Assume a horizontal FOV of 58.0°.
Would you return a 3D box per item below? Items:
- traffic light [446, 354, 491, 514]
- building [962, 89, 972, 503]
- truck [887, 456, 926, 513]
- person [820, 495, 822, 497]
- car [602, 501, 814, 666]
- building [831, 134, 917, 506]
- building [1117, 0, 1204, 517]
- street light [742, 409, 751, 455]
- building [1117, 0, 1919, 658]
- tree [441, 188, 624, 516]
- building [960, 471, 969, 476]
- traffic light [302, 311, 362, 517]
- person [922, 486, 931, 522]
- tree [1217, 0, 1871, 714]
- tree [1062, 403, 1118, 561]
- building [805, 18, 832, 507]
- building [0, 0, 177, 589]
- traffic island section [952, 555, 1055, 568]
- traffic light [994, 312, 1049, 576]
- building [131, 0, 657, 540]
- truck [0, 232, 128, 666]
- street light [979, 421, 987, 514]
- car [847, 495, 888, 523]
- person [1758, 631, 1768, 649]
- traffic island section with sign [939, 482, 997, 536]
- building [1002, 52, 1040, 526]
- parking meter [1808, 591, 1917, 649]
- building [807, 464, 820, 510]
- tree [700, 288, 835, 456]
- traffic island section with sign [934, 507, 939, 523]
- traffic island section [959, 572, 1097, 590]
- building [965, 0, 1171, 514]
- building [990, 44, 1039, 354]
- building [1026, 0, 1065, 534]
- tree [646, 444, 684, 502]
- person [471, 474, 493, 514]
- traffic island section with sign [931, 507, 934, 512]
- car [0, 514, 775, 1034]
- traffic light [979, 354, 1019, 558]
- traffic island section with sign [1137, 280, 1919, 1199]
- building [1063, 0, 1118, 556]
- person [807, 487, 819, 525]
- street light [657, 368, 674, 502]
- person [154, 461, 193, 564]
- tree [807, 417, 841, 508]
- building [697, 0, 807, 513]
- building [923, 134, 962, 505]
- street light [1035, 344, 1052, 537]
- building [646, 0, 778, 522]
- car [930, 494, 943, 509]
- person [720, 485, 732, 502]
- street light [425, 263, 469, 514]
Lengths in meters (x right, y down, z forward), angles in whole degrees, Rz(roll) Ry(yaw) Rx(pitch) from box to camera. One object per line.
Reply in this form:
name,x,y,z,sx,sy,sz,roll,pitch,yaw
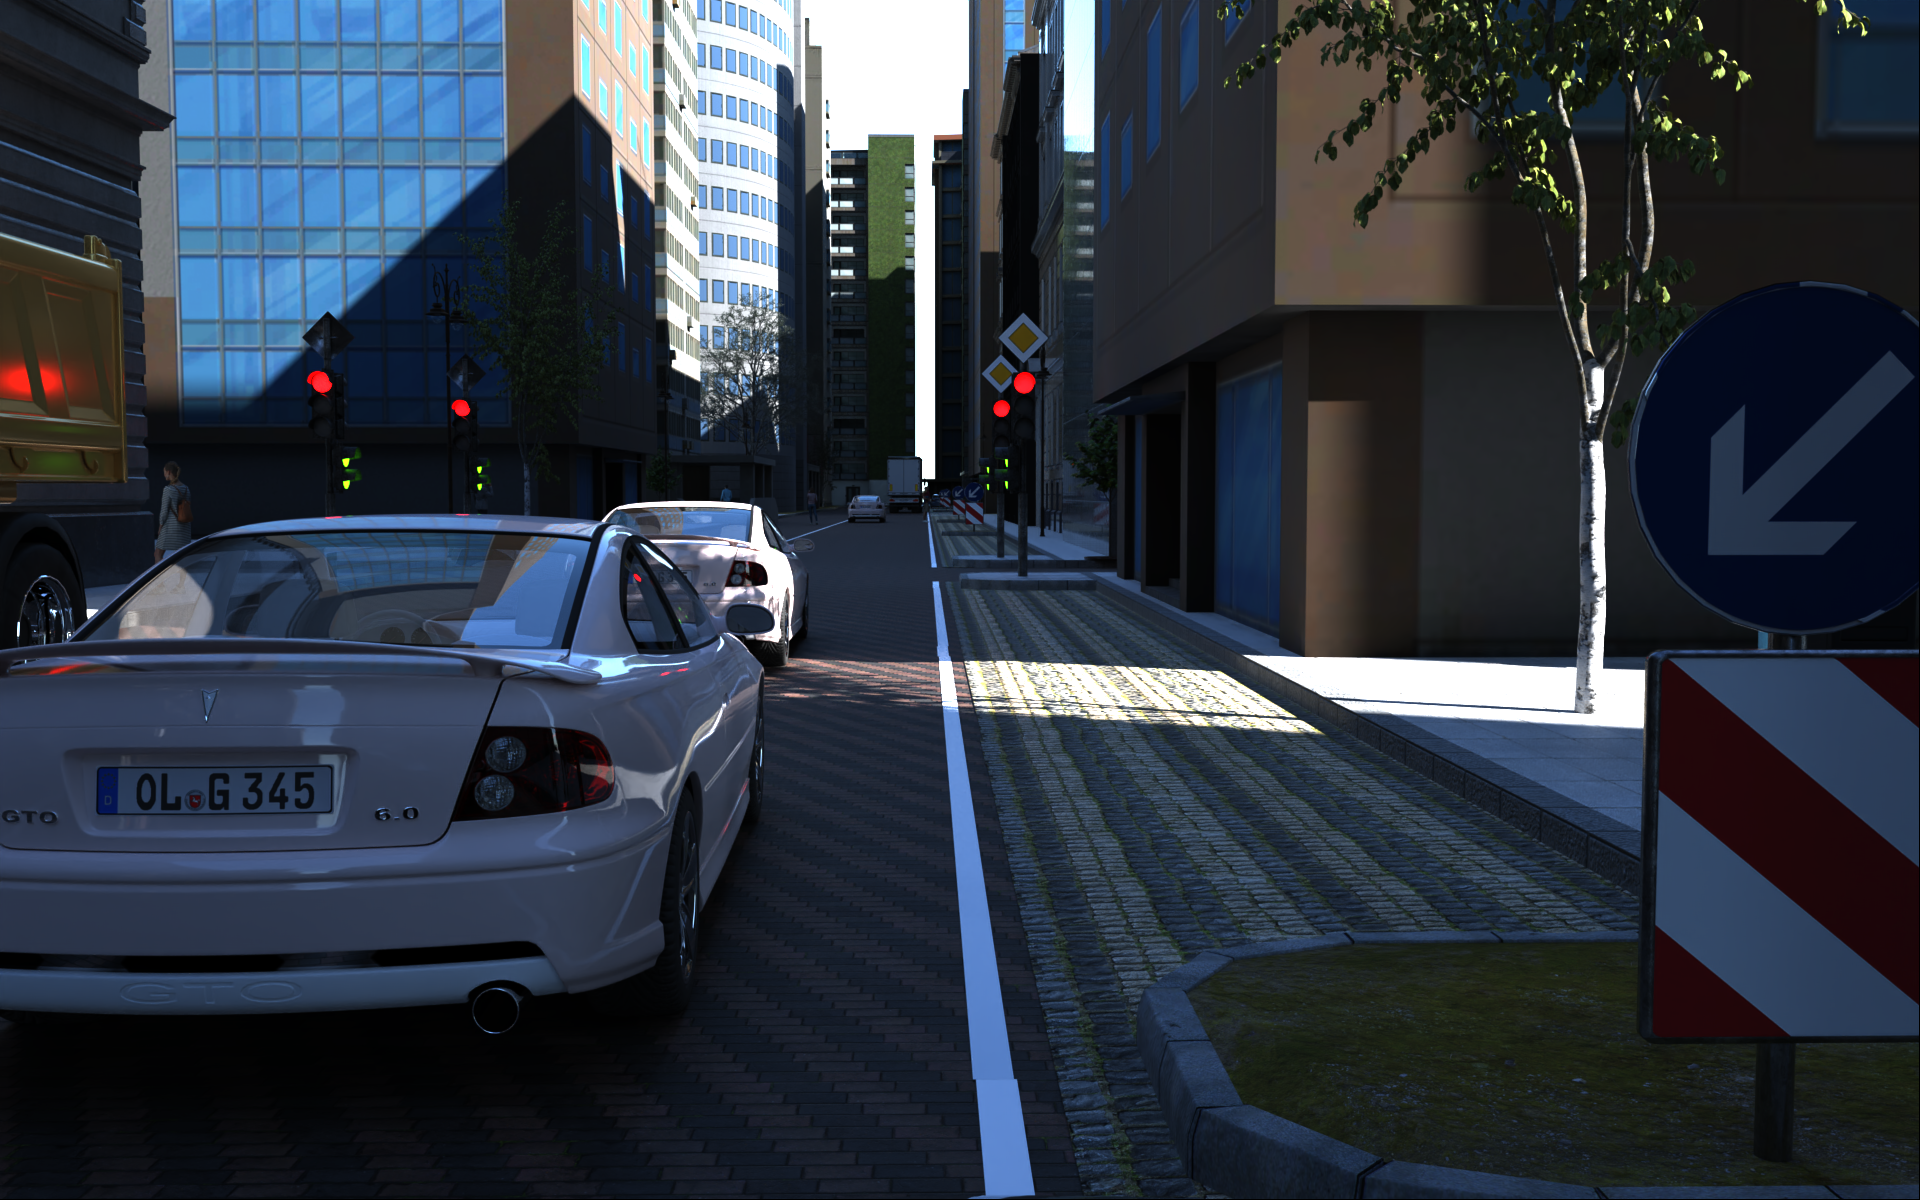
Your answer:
traffic light,-9.857,-2.798,34.668,0.839,4.253,0.868,0,4,-1
building,7.193,-30.266,178.439,14.154,41.232,14.086,0,4,-1
truck,-4.172,-8.897,134.376,2.839,4.237,11.283,0,4,0
person,-13.656,-9.645,163.744,1.348,1.824,0.705,1,4,17
car,-2.399,-0.209,15.775,2.083,1.381,4.827,0,4,-2
building,-12.022,-31.572,199.796,14.086,41.232,14.154,0,4,-1
building,8.076,-28.673,118.909,14.600,45.320,14.200,0,4,-1
street light,-11.388,-7.317,92.424,0.468,5.910,1.993,0,4,-1
building,9.122,-22.563,19.012,14.600,45.320,14.200,0,4,-1
tree,-10.504,-5.656,42.833,4.737,8.622,4.395,0,3,0
building,12.077,-32.809,156.043,23.786,49.044,30.456,0,4,-1
traffic light,-9.698,-2.310,26.684,0.839,4.253,0.868,0,4,-1
person,-1.711,-4.843,87.651,0.573,1.828,0.580,-2,4,-28
tree,3.466,-3.637,9.826,4.737,8.622,4.395,0,3,0
tree,2.804,-2.396,33.782,1.663,3.219,1.824,0,3,0
building,-24.074,-33.688,174.493,21.600,48.544,21.300,0,4,-1
building,-21.064,-11.690,20.004,19.941,23.489,11.050,0,4,-1
traffic island section,0.843,-0.778,35.009,2.009,0.180,2.903,0,4,-1
traffic light,0.960,-2.324,26.910,0.839,4.253,0.868,0,4,-1
building,-17.701,-24.713,54.169,14.600,45.320,14.200,0,4,-1
truck,-6.702,-0.677,6.989,3.469,3.379,9.791,0,4,-3
street light,1.488,-8.375,109.717,0.468,5.910,1.993,0,4,-1
car,-4.732,-4.641,88.249,2.083,1.381,4.827,0,4,-1
person,5.815,-0.332,12.301,0.563,1.720,0.643,-1,4,-23
traffic island section with sign,0.363,-3.118,59.603,1.989,1.847,2.006,0,4,-1
building,8.372,-15.091,76.419,12.332,23.373,15.834,0,4,-1
parking meter,2.868,0.009,5.566,0.255,1.863,0.399,0,4,3
building,-22.562,-43.337,146.810,20.563,71.187,20.611,0,4,-1
tree,-12.491,-11.796,103.232,12.009,13.543,11.850,0,3,0
traffic island section with sign,-0.174,-4.779,86.770,1.989,1.847,2.006,0,4,-1
traffic island section,1.001,-0.290,27.025,2.009,0.180,2.903,0,4,-1
building,7.738,-29.571,133.604,14.600,45.320,14.200,0,4,-1
building,8.341,-18.316,96.732,12.463,27.353,25.104,0,4,-1
building,9.432,-16.641,57.989,13.634,28.700,20.117,0,4,-1
tree,-11.487,-4.426,66.966,1.663,3.219,1.824,0,3,0
person,-12.658,-2.429,45.941,0.473,1.802,0.592,-2,4,-34
traffic island section with sign,-1.165,-7.857,137.084,1.989,1.847,2.006,0,4,-1
car,-1.727,0.383,6.099,2.083,1.381,4.827,0,4,-3
traffic light,0.802,-2.812,34.894,0.839,4.253,0.868,0,4,-1
traffic island section with sign,1.459,0.282,4.023,1.989,1.847,2.006,0,4,-1
building,12.860,-13.628,40.834,19.932,24.808,12.078,0,4,-1
person,-6.896,-4.425,81.434,0.593,1.750,0.643,-1,4,-11
street light,-10.818,-5.559,63.680,0.468,5.910,1.993,0,4,-1
person,-10.096,-0.931,22.261,0.522,1.701,0.512,1,4,16
tree,-12.947,-12.968,162.390,4.360,8.622,3.978,0,3,0
building,-22.440,-35.518,122.717,21.231,58.520,28.212,0,4,-1
building,9.470,-33.649,204.779,28.867,44.769,22.147,0,4,-1
street light,2.492,-4.859,52.232,0.468,5.910,1.993,0,4,-1
building,-25.381,-23.813,81.224,32.217,40.220,23.993,0,4,-1
car,-2.005,-9.601,168.971,2.014,1.417,4.499,0,3,0
person,-13.273,-5.653,98.485,0.660,1.820,0.620,-2,4,-35
street light,-10.297,-3.799,34.903,0.468,5.910,1.993,0,4,-1
